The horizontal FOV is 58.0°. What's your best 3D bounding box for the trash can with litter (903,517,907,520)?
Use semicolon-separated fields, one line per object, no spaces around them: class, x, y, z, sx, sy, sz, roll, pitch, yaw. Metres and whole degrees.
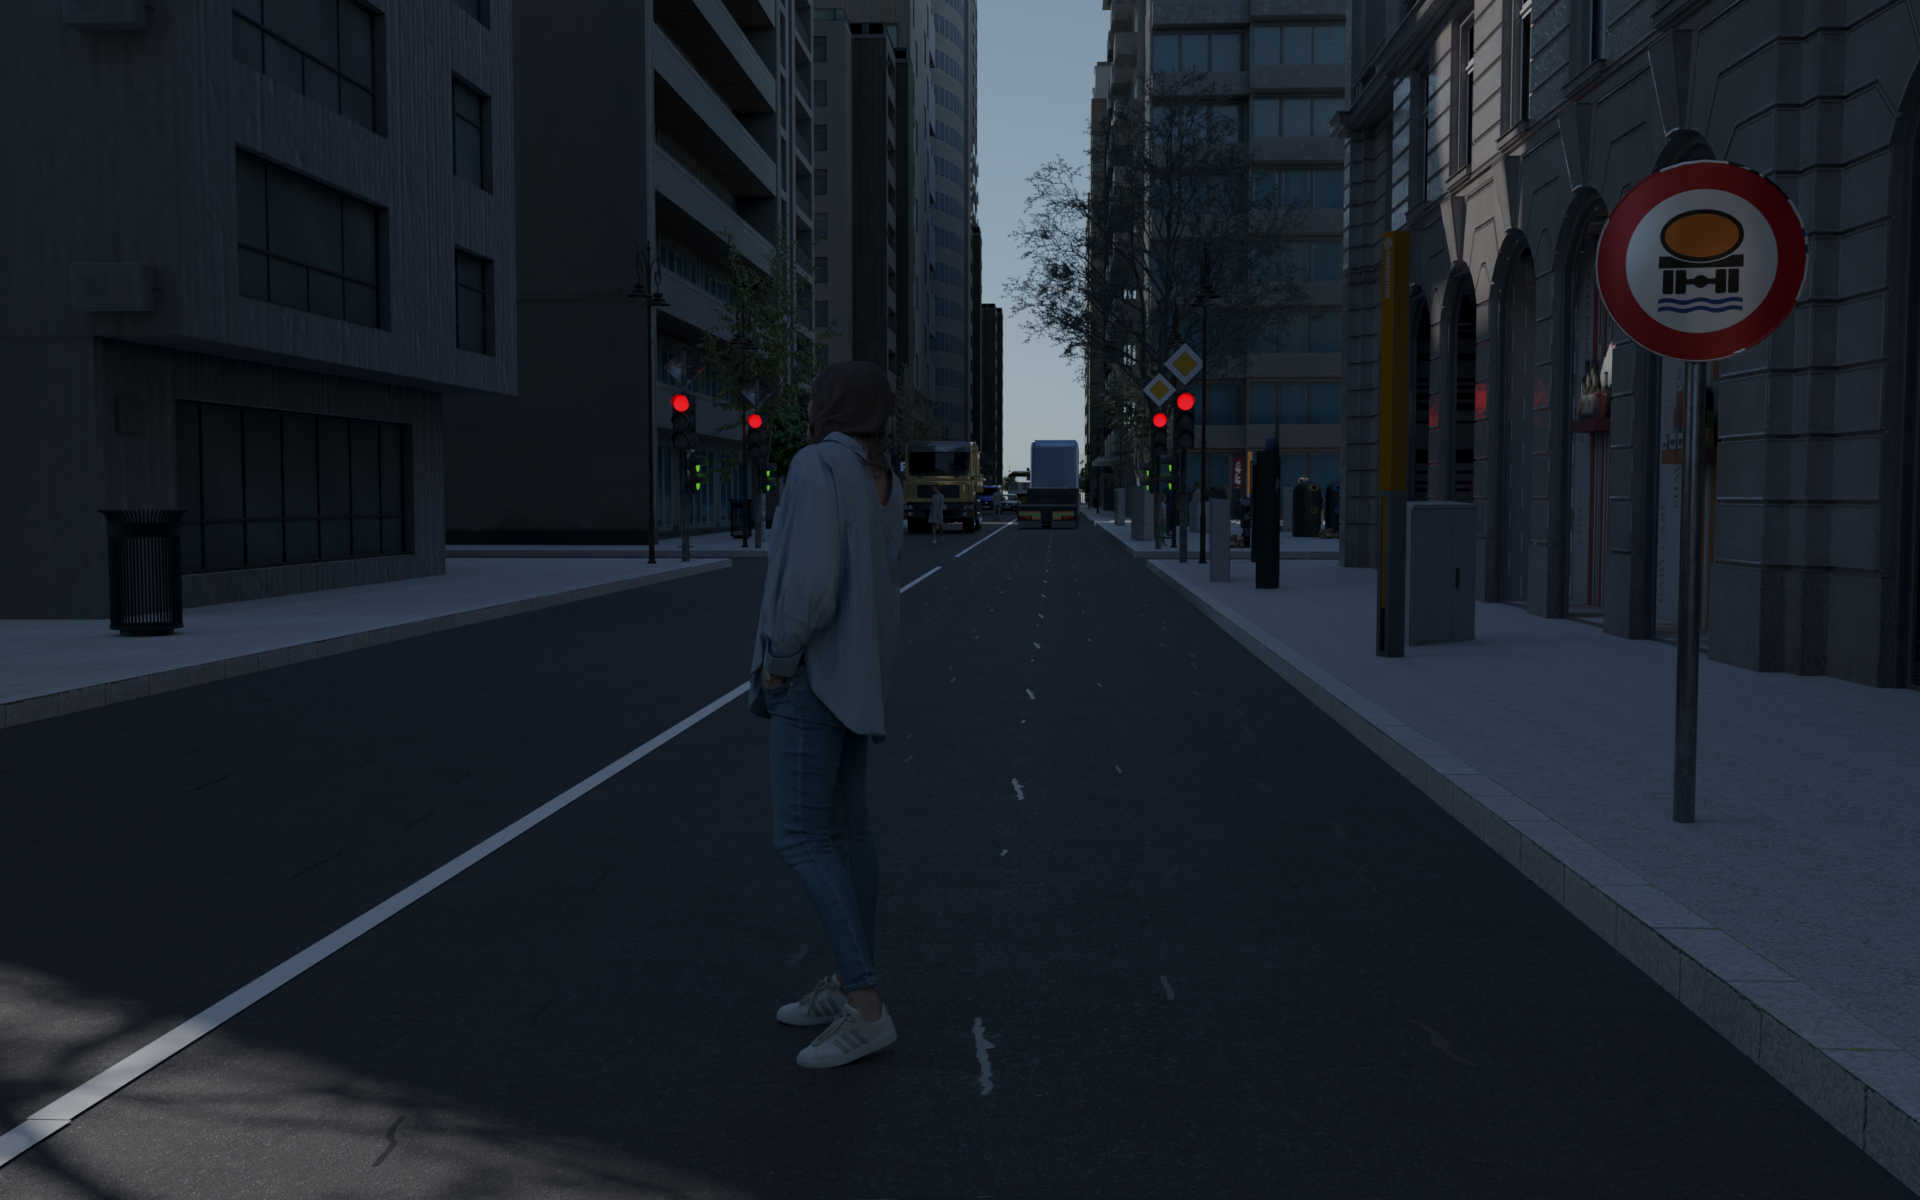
trash can with litter;-2.933;-4.558;85.910;0.624;1.170;1.055;-3;5;-43

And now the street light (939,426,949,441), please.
street light;-1.099;-8.703;115.086;0.468;5.910;1.993;0;4;3

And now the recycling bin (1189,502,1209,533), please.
recycling bin;8.107;-2.765;57.762;0.722;1.027;0.722;-1;4;-15

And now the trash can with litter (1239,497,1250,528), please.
trash can with litter;10.746;-3.236;64.302;0.624;1.170;1.055;0;4;-6

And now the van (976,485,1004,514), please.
van;2.031;-7.305;123.822;2.240;2.365;5.245;0;4;4

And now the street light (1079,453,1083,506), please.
street light;13.512;-13.340;190.904;0.468;5.910;1.993;0;4;3

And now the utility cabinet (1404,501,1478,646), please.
utility cabinet;4.076;-0.233;14.968;1.020;1.237;0.306;-3;5;-43

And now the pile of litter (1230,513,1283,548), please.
pile of litter;6.783;-1.679;41.415;1.719;0.858;1.176;-1;4;-9

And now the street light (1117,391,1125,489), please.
street light;7.236;-6.423;77.807;0.468;5.910;1.993;0;4;3

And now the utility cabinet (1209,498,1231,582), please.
utility cabinet;3.859;-0.889;25.701;0.306;1.237;1.020;0;4;7

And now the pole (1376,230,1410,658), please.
pole;3.393;-1.206;13.563;0.158;3.312;0.155;0;3;0

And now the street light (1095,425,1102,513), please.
street light;9.394;-8.850;117.484;0.468;5.910;1.993;0;4;3

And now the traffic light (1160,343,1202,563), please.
traffic light;4.155;-2.651;32.271;0.839;4.253;0.868;0;4;3

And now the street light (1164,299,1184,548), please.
street light;5.112;-4.186;41.227;0.468;5.910;1.993;0;4;3

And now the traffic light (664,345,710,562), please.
traffic light;-5.192;-2.682;32.776;0.839;4.253;0.868;0;4;3

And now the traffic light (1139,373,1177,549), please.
traffic light;4.602;-3.139;40.243;0.839;4.253;0.868;0;4;3

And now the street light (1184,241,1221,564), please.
street light;4.487;-3.612;31.852;0.468;5.910;1.993;0;4;3

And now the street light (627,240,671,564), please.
street light;-5.680;-3.607;31.758;0.468;5.910;1.993;0;4;3

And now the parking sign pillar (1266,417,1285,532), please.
parking sign pillar;10.802;-4.365;59.846;1.447;3.967;1.447;1;4;10

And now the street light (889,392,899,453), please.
street light;-3.046;-6.465;78.496;0.468;5.910;1.993;0;4;3

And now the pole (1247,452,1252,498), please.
pole;13.927;-5.469;83.259;0.158;3.312;0.155;0;3;0

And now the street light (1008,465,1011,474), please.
street light;7.835;-18.407;273.746;0.468;5.910;1.993;0;4;3

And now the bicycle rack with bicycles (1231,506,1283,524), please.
bicycle rack with bicycles;12.947;-3.735;74.445;2.925;0.926;2.852;0;4;-1

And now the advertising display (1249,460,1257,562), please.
advertising display;5.581;-1.692;32.881;0.123;1.923;0.974;0;4;7

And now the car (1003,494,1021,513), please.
car;3.598;-7.300;129.144;2.009;1.686;4.222;0;4;4

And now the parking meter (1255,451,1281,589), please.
parking meter;4.187;-1.090;23.536;0.255;1.863;0.399;2;4;24

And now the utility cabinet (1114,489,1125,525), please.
utility cabinet;6.466;-3.764;70.215;0.318;1.500;1.173;0;4;-2

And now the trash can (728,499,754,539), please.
trash can;-6.294;-2.334;49.812;0.748;1.137;0.748;0;3;0

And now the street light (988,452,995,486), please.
street light;3.766;-13.926;200.469;0.468;5.910;1.993;0;4;3

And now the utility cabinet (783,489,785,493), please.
utility cabinet;-7.469;-3.755;70.077;1.173;1.500;0.318;-1;4;-14

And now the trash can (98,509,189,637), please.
trash can;-7.414;-0.251;15.763;0.748;1.137;0.748;0;3;0

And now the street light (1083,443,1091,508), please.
street light;11.461;-11.091;154.121;0.468;5.910;1.993;0;4;3

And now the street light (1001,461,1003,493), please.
street light;5.786;-16.163;237.055;0.468;5.910;1.993;0;4;3

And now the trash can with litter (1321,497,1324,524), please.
trash can with litter;15.094;-3.798;73.483;0.624;1.170;1.055;0;3;0

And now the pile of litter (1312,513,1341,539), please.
pile of litter;10.823;-2.202;49.971;1.719;0.858;1.176;-2;4;-29

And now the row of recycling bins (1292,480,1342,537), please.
row of recycling bins;11.692;-2.719;51.572;3.534;1.692;1.069;1;4;11

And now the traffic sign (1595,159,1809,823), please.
traffic sign;2.837;-0.404;6.711;0.768;2.556;0.104;1;4;12

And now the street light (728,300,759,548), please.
street light;-5.163;-4.199;41.447;0.468;5.910;1.993;0;4;3

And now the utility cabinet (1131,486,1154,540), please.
utility cabinet;5.057;-2.398;47.884;0.318;1.500;1.173;-1;4;-12

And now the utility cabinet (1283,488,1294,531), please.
utility cabinet;11.521;-3.048;58.507;1.173;1.500;0.318;1;4;22

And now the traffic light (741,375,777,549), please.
traffic light;-4.746;-3.170;40.749;0.839;4.253;0.868;0;4;3

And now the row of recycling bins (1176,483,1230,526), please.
row of recycling bins;9.567;-3.759;68.576;1.069;1.692;3.534;-1;4;-23
